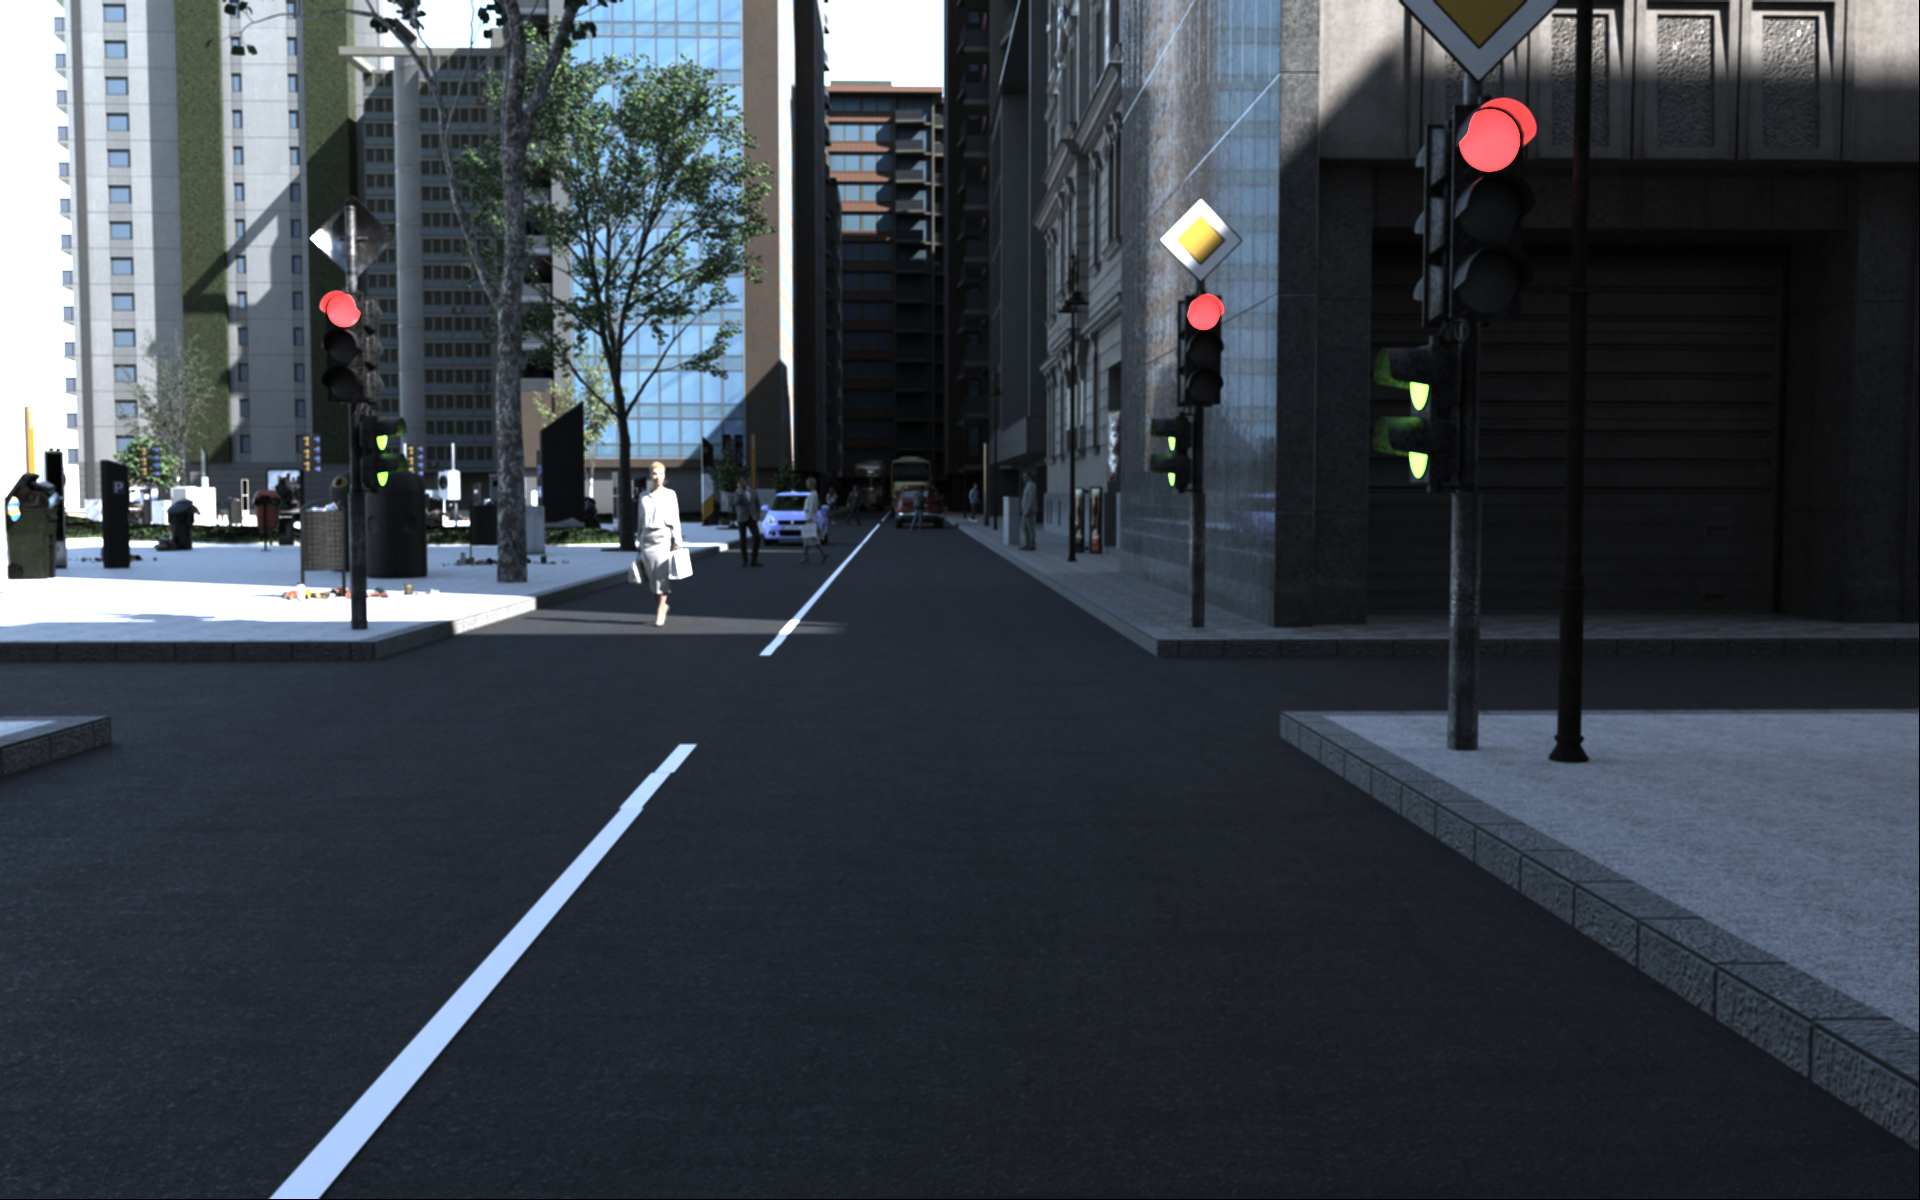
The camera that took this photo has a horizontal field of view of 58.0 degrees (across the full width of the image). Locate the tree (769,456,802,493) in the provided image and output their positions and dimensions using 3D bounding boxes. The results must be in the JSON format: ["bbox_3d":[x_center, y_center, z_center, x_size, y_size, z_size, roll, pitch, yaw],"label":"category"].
[{"bbox_3d":[-8.788,-5.647,86.924,1.663,3.219,1.824,0,3,0],"label":"tree"}]

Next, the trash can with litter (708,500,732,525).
[{"bbox_3d":[-9.918,-3.662,71.255,1.055,1.170,0.624,1,4,13],"label":"trash can with litter"}]

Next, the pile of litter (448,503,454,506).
[{"bbox_3d":[-24.213,-4.252,83.483,1.176,0.858,1.719,-1,4,-13],"label":"pile of litter"}]

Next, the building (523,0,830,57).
[{"bbox_3d":[-21.407,-29.359,134.639,22.147,44.769,28.867,0,4,-2],"label":"building"}]

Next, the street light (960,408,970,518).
[{"bbox_3d":[0.259,-7.249,91.307,0.468,5.910,1.993,0,4,-2],"label":"street light"}]

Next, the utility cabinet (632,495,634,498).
[{"bbox_3d":[-16.078,-4.688,87.806,1.020,1.237,0.306,-1,4,-12],"label":"utility cabinet"}]

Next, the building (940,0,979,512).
[{"bbox_3d":[5.828,-29.301,129.177,14.600,45.320,14.200,0,4,-2],"label":"building"}]

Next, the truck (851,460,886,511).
[{"bbox_3d":[-7.631,-9.642,146.563,2.839,4.237,11.283,0,4,-1],"label":"truck"}]

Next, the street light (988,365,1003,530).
[{"bbox_3d":[1.276,-5.464,62.121,0.468,5.910,1.993,0,4,-2],"label":"street light"}]

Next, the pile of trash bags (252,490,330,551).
[{"bbox_3d":[-14.284,-1.814,39.413,3.447,1.369,1.912,-1,4,-9],"label":"pile of trash bags"}]

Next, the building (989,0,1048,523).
[{"bbox_3d":[9.095,-15.780,77.068,14.314,24.678,30.058,0,4,-2],"label":"building"}]

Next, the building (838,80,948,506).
[{"bbox_3d":[-11.192,-32.519,186.310,28.867,44.769,22.147,0,4,-2],"label":"building"}]

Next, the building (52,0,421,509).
[{"bbox_3d":[-63.266,-37.464,154.532,28.212,58.520,21.231,0,4,-2],"label":"building"}]

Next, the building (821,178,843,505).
[{"bbox_3d":[-17.942,-23.777,160.457,14.107,30.474,14.160,0,4,-2],"label":"building"}]

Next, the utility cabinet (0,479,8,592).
[{"bbox_3d":[-12.735,-0.858,22.703,0.318,1.500,1.173,-3,4,-35],"label":"utility cabinet"}]

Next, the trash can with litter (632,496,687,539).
[{"bbox_3d":[-8.952,-2.419,50.604,2.233,1.210,1.678,-2,4,-30],"label":"trash can with litter"}]

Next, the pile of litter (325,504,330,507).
[{"bbox_3d":[-26.837,-3.701,74.475,1.176,0.858,1.719,1,4,22],"label":"pile of litter"}]

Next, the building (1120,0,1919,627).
[{"bbox_3d":[12.764,-12.488,22.207,19.932,24.808,12.078,0,4,-2],"label":"building"}]

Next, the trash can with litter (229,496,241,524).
[{"bbox_3d":[-23.084,-2.646,54.324,1.678,1.210,2.233,1,4,19],"label":"trash can with litter"}]

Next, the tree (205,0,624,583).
[{"bbox_3d":[-6.103,-10.411,26.110,12.611,20.169,13.585,0,3,0],"label":"tree"}]

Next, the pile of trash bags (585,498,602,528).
[{"bbox_3d":[-15.131,-3.443,66.050,1.912,1.369,3.447,-3,4,-36],"label":"pile of trash bags"}]

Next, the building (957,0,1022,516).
[{"bbox_3d":[11.055,-27.699,107.506,22.147,44.769,28.867,0,4,-2],"label":"building"}]

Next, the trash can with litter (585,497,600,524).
[{"bbox_3d":[-14.902,-3.564,69.662,0.624,1.170,1.055,0,4,7],"label":"trash can with litter"}]

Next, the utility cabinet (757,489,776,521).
[{"bbox_3d":[-9.257,-4.454,81.499,1.173,1.500,0.318,-1,4,-18],"label":"utility cabinet"}]

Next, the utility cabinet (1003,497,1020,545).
[{"bbox_3d":[1.318,-2.021,44.204,0.306,1.237,1.020,0,4,-7],"label":"utility cabinet"}]

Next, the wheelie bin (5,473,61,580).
[{"bbox_3d":[-14.042,-1.120,26.224,0.693,1.594,0.980,-1,4,-11],"label":"wheelie bin"}]

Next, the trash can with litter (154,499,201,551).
[{"bbox_3d":[-17.854,-1.718,39.476,0.624,1.170,1.055,1,4,9],"label":"trash can with litter"}]

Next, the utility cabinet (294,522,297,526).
[{"bbox_3d":[-26.605,-3.505,68.469,0.306,1.237,1.020,0,4,6],"label":"utility cabinet"}]

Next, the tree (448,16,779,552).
[{"bbox_3d":[-7.650,-6.912,38.760,9.928,11.665,9.643,0,3,0],"label":"tree"}]

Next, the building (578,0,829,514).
[{"bbox_3d":[-16.063,-28.329,113.286,14.600,45.320,14.200,0,4,-2],"label":"building"}]

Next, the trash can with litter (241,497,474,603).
[{"bbox_3d":[-7.479,-0.639,21.502,2.233,1.210,1.678,-3,4,-38],"label":"trash can with litter"}]

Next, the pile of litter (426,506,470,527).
[{"bbox_3d":[-15.239,-2.209,50.084,1.719,0.858,1.176,1,4,21],"label":"pile of litter"}]

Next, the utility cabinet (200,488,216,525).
[{"bbox_3d":[-26.244,-3.111,59.543,1.173,1.500,0.318,-3,5,-43],"label":"utility cabinet"}]

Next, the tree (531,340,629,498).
[{"bbox_3d":[-17.336,-7.942,80.208,4.737,8.622,4.395,0,3,0],"label":"tree"}]

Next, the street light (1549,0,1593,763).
[{"bbox_3d":[2.937,-2.165,8.178,0.468,5.910,1.993,0,4,-2],"label":"street light"}]

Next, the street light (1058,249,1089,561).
[{"bbox_3d":[2.144,-3.678,32.930,0.468,5.910,1.993,0,4,-2],"label":"street light"}]

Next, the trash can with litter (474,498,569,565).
[{"bbox_3d":[-8.311,-1.265,31.748,2.233,1.210,1.678,-1,4,-14],"label":"trash can with litter"}]

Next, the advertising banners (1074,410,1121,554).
[{"bbox_3d":[2.910,-2.511,37.237,0.090,3.025,2.074,-2,4,-25],"label":"advertising banners"}]

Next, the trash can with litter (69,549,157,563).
[{"bbox_3d":[-16.309,-1.351,33.139,1.678,1.210,2.233,-1,4,-17],"label":"trash can with litter"}]

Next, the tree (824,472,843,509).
[{"bbox_3d":[-11.346,-9.682,152.898,1.663,3.219,1.824,0,3,0],"label":"tree"}]

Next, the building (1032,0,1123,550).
[{"bbox_3d":[9.519,-16.032,49.513,14.401,28.519,23.554,0,4,-2],"label":"building"}]

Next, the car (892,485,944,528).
[{"bbox_3d":[-1.782,-4.012,74.275,2.281,1.827,5.304,0,4,-3],"label":"car"}]

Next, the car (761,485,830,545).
[{"bbox_3d":[-4.674,-2.442,49.522,1.945,1.707,3.694,0,4,-2],"label":"car"}]

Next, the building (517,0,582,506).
[{"bbox_3d":[-16.715,-27.419,98.409,14.600,45.320,14.200,0,4,-2],"label":"building"}]

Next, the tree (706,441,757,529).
[{"bbox_3d":[-8.532,-4.198,63.243,1.663,3.219,1.824,0,3,0],"label":"tree"}]

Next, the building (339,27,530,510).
[{"bbox_3d":[-36.688,-28.033,150.214,23.993,40.220,32.217,0,4,-2],"label":"building"}]

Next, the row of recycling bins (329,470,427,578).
[{"bbox_3d":[-9.355,-1.270,27.884,1.069,1.692,3.534,-2,4,-31],"label":"row of recycling bins"}]

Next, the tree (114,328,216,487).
[{"bbox_3d":[-34.549,-7.678,75.903,4.360,8.622,3.978,0,3,0],"label":"tree"}]

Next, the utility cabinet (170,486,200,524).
[{"bbox_3d":[-22.679,-2.563,50.580,0.318,1.500,1.173,-3,5,-45],"label":"utility cabinet"}]

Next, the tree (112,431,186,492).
[{"bbox_3d":[-41.148,-6.378,87.989,4.285,4.588,4.351,0,3,0],"label":"tree"}]
